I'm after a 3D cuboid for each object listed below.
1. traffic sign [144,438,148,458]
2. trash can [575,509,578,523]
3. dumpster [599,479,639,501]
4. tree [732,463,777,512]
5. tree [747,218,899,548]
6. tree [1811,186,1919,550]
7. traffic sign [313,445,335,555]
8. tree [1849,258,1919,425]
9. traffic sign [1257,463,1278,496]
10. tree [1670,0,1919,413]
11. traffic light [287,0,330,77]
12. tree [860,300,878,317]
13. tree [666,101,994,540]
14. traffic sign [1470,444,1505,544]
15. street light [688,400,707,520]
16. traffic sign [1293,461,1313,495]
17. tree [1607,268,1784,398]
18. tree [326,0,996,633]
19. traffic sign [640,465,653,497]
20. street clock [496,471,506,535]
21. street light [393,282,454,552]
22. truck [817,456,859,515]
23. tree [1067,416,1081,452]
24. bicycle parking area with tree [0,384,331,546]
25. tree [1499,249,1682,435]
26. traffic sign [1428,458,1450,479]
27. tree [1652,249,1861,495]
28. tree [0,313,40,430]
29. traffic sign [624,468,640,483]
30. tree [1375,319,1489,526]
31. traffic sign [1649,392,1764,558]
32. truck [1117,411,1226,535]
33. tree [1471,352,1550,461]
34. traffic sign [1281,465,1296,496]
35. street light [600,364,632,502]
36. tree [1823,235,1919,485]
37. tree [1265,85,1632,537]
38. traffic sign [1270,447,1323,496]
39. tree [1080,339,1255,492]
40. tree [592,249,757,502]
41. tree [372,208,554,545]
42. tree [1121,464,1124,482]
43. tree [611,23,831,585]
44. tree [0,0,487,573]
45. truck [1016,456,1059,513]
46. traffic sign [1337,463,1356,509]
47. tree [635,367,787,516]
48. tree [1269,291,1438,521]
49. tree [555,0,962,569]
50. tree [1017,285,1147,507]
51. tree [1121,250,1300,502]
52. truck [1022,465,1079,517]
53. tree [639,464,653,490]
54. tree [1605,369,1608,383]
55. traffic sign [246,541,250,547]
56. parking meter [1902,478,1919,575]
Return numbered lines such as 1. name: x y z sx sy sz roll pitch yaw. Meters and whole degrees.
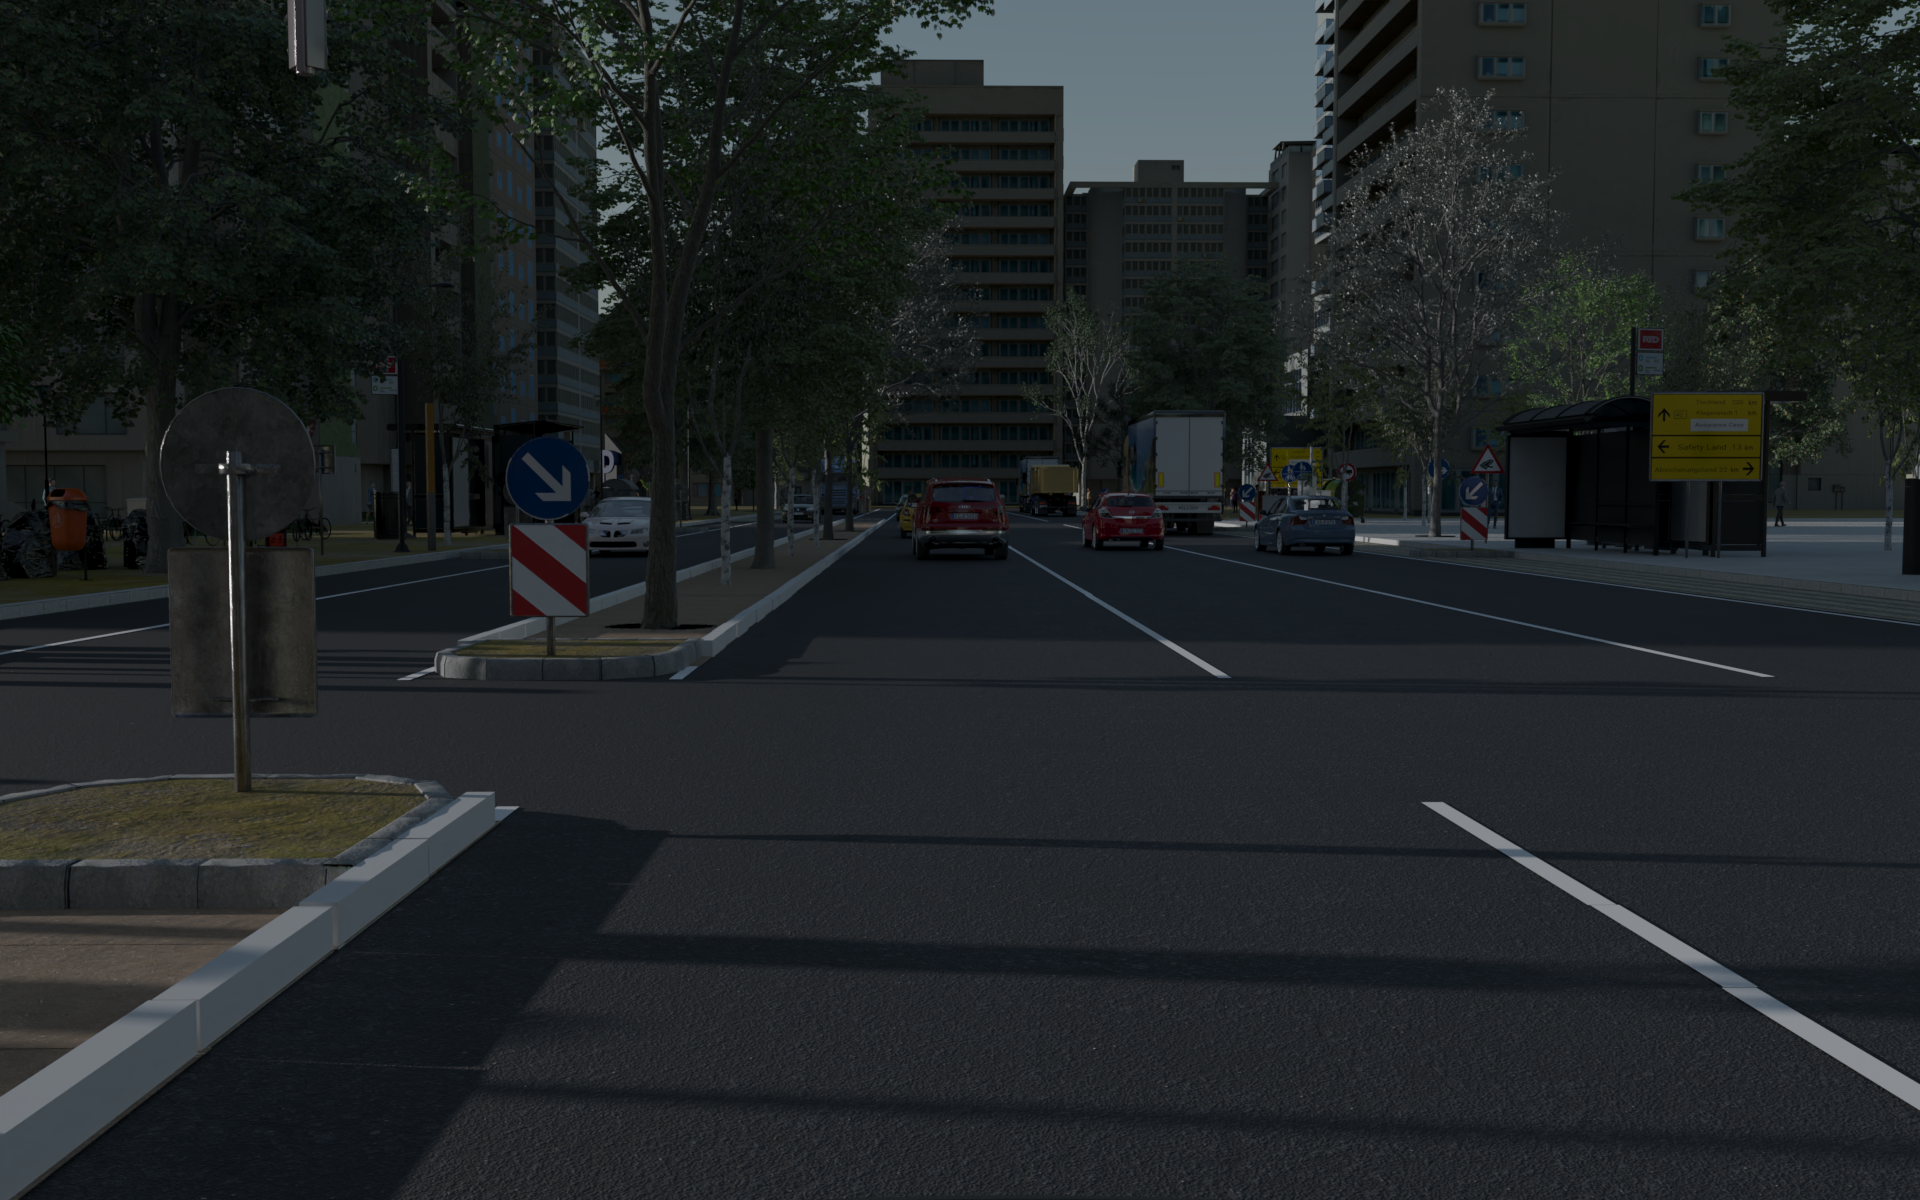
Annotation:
1. traffic sign: -15.474 -2.049 33.611 0.768 2.556 0.104 0 4 8
2. trash can: -17.381 -4.018 77.345 0.748 1.137 0.748 0 3 0
3. dumpster: -12.888 -3.652 65.465 1.264 1.857 1.865 0 4 -1
4. tree: -15.330 -8.827 128.029 4.285 4.588 4.351 0 3 0
5. tree: -3.718 -5.631 44.887 4.737 8.622 4.395 0 3 0
6. tree: 21.081 -5.426 39.078 4.360 8.622 3.978 0 3 0
7. traffic sign: -13.345 -2.083 36.183 0.606 2.300 0.079 0 4 2
8. tree: 38.202 -8.576 65.976 9.928 11.665 9.643 0 3 0
9. traffic sign: 12.733 -4.387 71.738 0.884 2.594 0.081 0 4 3
10. tree: 14.372 -6.558 25.346 7.486 12.596 7.792 0 3 0
11. traffic light: -7.699 -2.431 14.422 4.771 5.953 1.251 0 4 -1
12. tree: -3.856 -5.286 39.241 4.360 8.622 3.978 0 3 0
13. tree: -4.052 -8.585 53.190 12.009 13.543 11.850 0 3 0
14. traffic sign: 13.638 -2.742 44.836 0.884 2.594 0.081 0 4 5
15. street light: -12.856 -6.915 85.594 1.470 5.913 1.316 0 4 -1
16. traffic sign: 13.311 -4.113 67.359 0.768 2.556 0.104 0 4 3
17. tree: 24.395 -6.509 56.780 4.360 8.622 3.978 0 3 0
18. tree: -3.067 -5.487 17.929 9.928 11.665 9.643 0 3 0
19. traffic sign: -13.689 -4.656 76.228 0.768 2.556 0.104 0 4 4
20. street clock: -14.223 -3.024 54.014 0.471 2.002 0.358 -1 4 -13
21. street light: -11.780 -4.009 38.088 1.470 5.913 1.316 0 4 -1
22. truck: -8.753 -8.422 127.462 2.967 4.110 18.799 0 4 -2
23. tree: 12.333 -12.348 136.302 8.767 10.594 7.601 1 4 15
24. bicycle parking area with tree: -21.484 -3.568 45.342 8.231 4.147 9.016 1 4 15
25. tree: 27.065 -9.104 74.601 9.928 11.665 9.643 0 3 0
26. traffic sign: 16.865 -3.730 61.091 0.768 2.556 0.104 0 4 5
27. tree: 36.846 -10.024 80.907 9.611 12.733 9.660 0 3 0
28. tree: -12.571 -2.215 19.926 4.285 4.588 4.351 0 3 0
29. traffic sign: -16.057 -5.178 84.762 0.768 2.556 0.104 0 4 1
30. tree: 20.405 -7.677 75.877 4.360 8.622 3.978 0 3 0
31. traffic sign: 14.862 -2.488 34.560 2.265 3.308 0.079 0 4 -1
32. truck: 7.647 -4.581 63.815 2.839 4.237 11.283 0 4 -1
33. tree: 27.997 -8.363 87.099 4.737 8.622 4.395 0 3 0
34. traffic sign: 14.234 -4.568 74.794 0.768 2.556 0.104 0 4 5
35. street light: -12.267 -5.462 61.842 1.470 5.913 1.316 0 4 -1
36. tree: 25.833 -5.918 47.118 4.737 8.622 4.395 0 3 0
37. tree: 14.378 -8.630 51.471 12.009 13.543 11.850 0 3 0
38. traffic sign: 14.596 -4.973 75.186 2.265 3.308 0.079 0 4 1
39. tree: 13.105 -10.280 102.492 8.767 10.594 7.601 -2 4 -34
40. tree: -14.406 -11.266 90.847 9.857 13.997 8.962 0 3 0
41. tree: -12.625 -5.677 43.180 4.360 8.622 3.978 0 3 0
42. tree: 12.713 -8.242 118.464 4.285 4.588 4.351 0 3 0
43. tree: -3.702 -4.550 27.219 4.360 8.622 3.978 0 3 0
44. tree: -12.881 -7.419 27.962 9.857 13.997 8.962 0 3 0
45. truck: 5.952 -8.837 133.401 2.839 4.237 11.283 0 4 -1
46. traffic sign: 15.756 -4.314 70.641 0.768 2.556 0.104 0 4 6
47. tree: -14.867 -11.373 102.956 9.611 12.733 9.660 0 3 0
48. tree: 13.362 -6.767 61.011 4.737 8.622 4.395 0 3 0
49. tree: -3.849 -6.882 33.108 7.486 12.596 7.792 0 3 0
50. tree: 11.512 -18.328 155.557 12.611 20.169 13.585 0 3 0
51. tree: 12.788 -11.169 89.265 9.857 13.997 8.962 0 3 0
52. truck: 6.025 -7.175 113.236 3.469 3.379 9.791 0 4 -2
53. tree: -14.166 -5.365 82.323 1.663 3.219 1.824 0 3 0
54. tree: 26.811 -7.021 65.153 4.360 8.622 3.978 0 3 0
55. traffic sign: -15.323 -2.268 37.183 0.768 2.556 0.104 0 4 -1
56. parking meter: 15.230 -1.172 27.570 0.372 1.533 0.369 0 3 0
